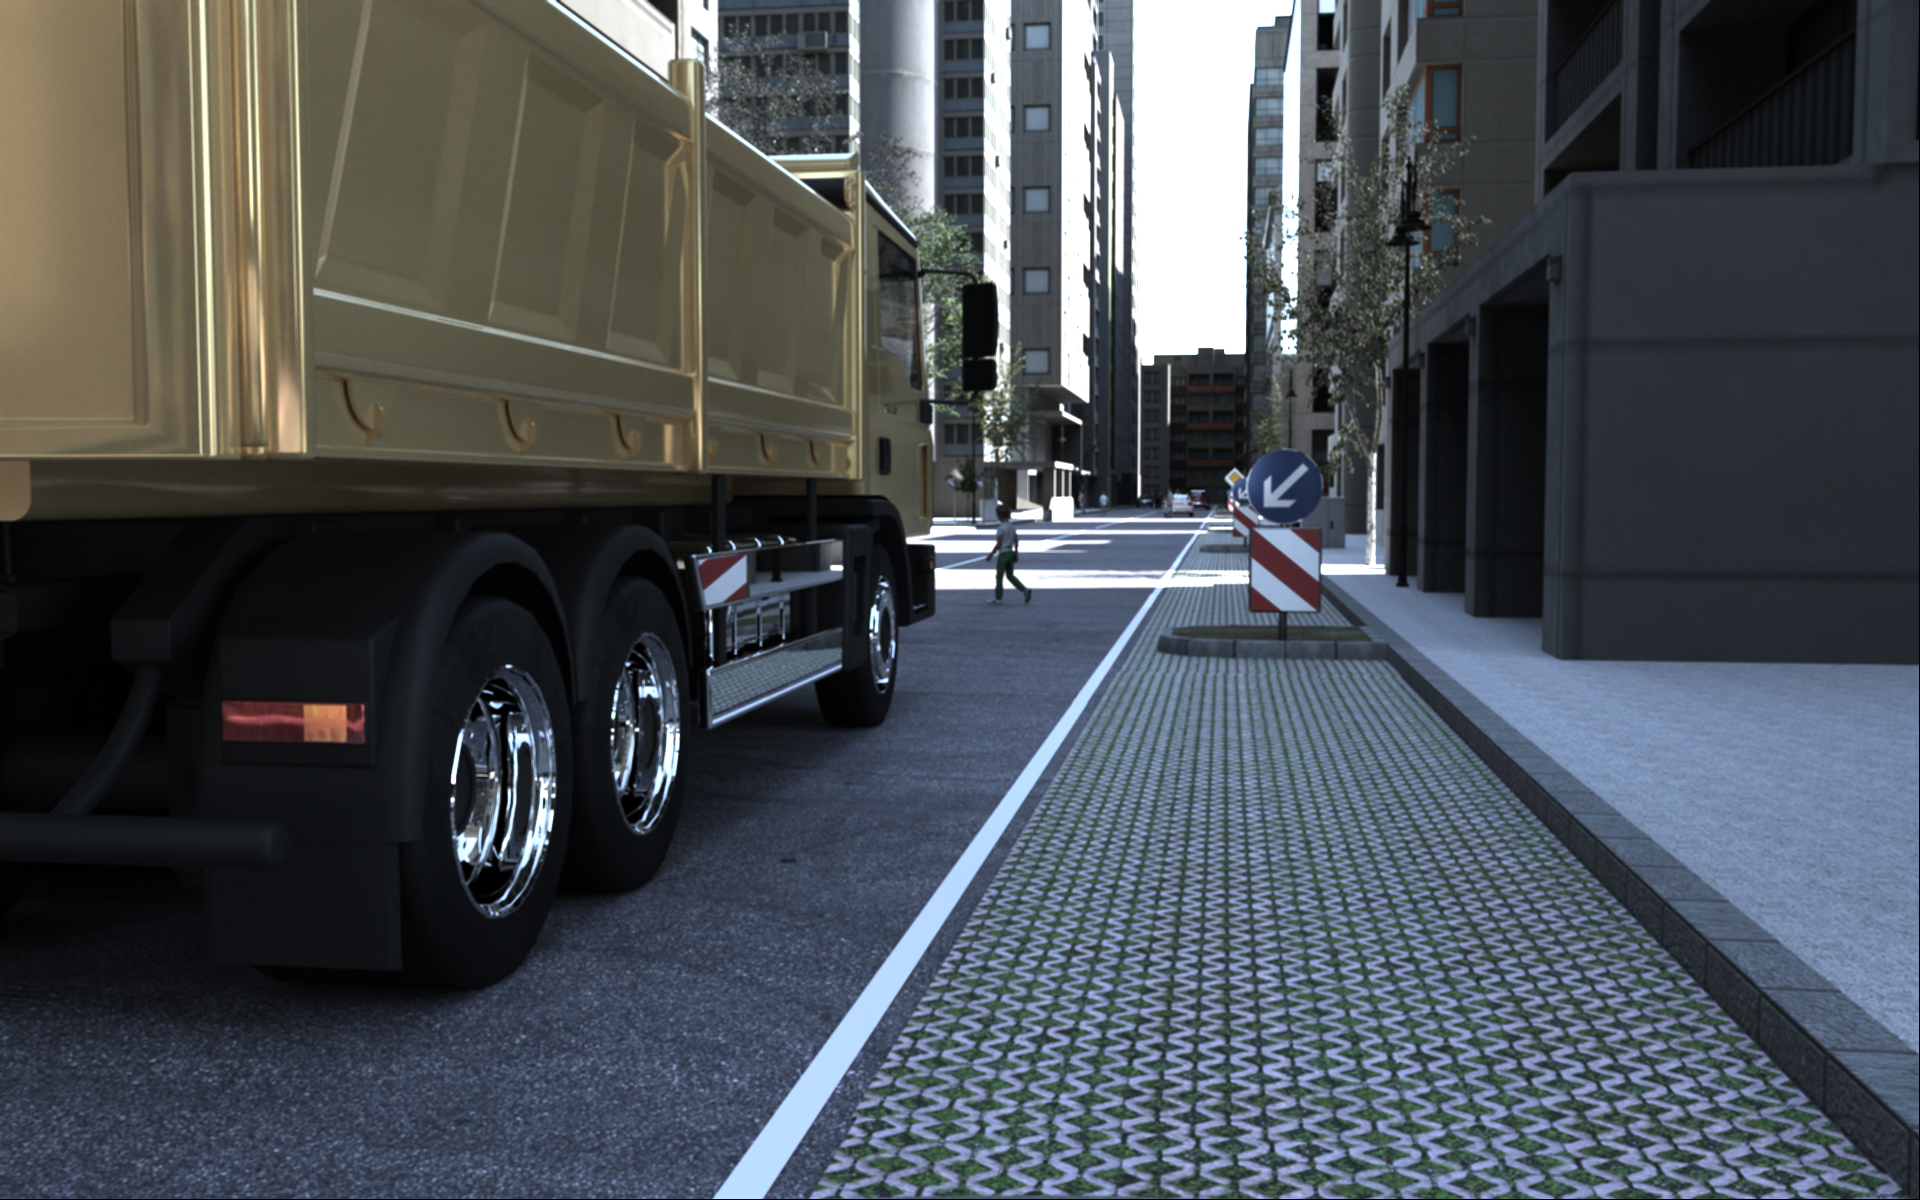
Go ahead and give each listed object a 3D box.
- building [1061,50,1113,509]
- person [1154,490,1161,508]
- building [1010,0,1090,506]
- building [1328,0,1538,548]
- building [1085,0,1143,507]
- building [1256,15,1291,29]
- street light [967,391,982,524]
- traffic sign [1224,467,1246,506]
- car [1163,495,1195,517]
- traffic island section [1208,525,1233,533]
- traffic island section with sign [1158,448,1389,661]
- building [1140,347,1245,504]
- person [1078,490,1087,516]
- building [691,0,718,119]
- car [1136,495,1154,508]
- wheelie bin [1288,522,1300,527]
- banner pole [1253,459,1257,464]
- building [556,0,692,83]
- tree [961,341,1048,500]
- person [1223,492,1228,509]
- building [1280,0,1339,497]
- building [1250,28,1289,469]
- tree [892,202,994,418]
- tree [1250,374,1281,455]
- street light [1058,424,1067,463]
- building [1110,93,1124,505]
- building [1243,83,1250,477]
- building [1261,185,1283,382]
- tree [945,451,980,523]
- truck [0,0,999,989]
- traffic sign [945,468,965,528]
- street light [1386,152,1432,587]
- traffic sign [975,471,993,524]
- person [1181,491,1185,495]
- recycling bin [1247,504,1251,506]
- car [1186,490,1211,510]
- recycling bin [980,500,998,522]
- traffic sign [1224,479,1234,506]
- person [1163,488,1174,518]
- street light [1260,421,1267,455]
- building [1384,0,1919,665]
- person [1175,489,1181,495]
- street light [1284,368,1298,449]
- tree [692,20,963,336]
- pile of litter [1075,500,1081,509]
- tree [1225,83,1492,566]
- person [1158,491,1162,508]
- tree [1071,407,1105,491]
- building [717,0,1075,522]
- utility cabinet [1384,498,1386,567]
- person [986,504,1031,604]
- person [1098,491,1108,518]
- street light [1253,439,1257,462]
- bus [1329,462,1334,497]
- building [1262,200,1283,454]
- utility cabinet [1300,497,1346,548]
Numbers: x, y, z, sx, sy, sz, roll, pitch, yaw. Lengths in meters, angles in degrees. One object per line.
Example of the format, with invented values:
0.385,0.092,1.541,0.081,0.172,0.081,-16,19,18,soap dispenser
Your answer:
6.252,-28.901,156.128,14.154,41.232,14.086,1,4,9,building
19.692,-10.053,172.879,0.705,1.823,1.348,-1,4,-23,person
-4.432,-33.114,130.657,28.713,52.752,27.495,1,4,9,building
25.095,-12.368,47.255,27.650,21.520,28.899,1,4,9,building
11.708,-47.477,214.493,20.611,71.187,20.563,1,4,9,building
39.867,-33.540,172.080,21.300,48.544,21.600,1,4,9,building
0.597,-6.223,74.526,0.468,5.910,1.993,1,4,9,street light
10.272,-3.738,64.762,0.795,2.450,0.064,1,4,9,traffic sign
14.124,-6.071,111.629,2.083,1.381,4.827,0,4,7,car
10.297,-2.603,64.835,2.009,0.180,2.903,1,4,9,traffic island section
2.836,-0.443,15.864,1.989,1.847,2.006,1,4,9,traffic island section with sign
35.291,-24.351,243.185,28.899,21.520,27.650,1,4,9,building
7.897,-6.259,111.672,0.643,1.720,0.563,0,4,-7,person
-16.282,-23.026,60.073,14.086,41.232,14.154,1,4,9,building
19.575,-10.449,183.425,1.945,1.354,3.894,0,4,7,car
11.431,-3.086,58.364,0.980,1.594,0.693,0,4,-7,wheelie bin
20.876,-8.114,122.686,0.401,3.779,0.863,2,4,24,banner pole
-17.329,-24.485,24.024,21.300,48.544,21.600,1,4,9,building
1.953,-8.046,81.919,4.737,8.622,4.395,0,3,0,tree
25.626,-9.617,167.212,0.415,1.643,0.593,0,4,-6,person
32.217,-16.759,78.533,34.151,26.468,19.350,1,4,9,building
33.247,-28.850,155.296,14.154,41.232,14.086,1,4,9,building
-2.407,-8.126,58.619,9.928,11.665,9.643,0,3,0,tree
19.015,-9.252,101.632,4.737,8.622,4.395,0,3,0,tree
6.704,-8.614,113.633,0.468,5.910,1.993,1,4,9,street light
10.628,-33.079,190.953,14.600,45.320,14.200,1,4,9,building
42.966,-34.918,194.610,21.300,48.544,21.600,1,4,9,building
29.608,-20.537,133.039,12.463,27.353,25.104,1,4,9,building
0.398,-5.059,77.318,1.663,3.219,1.824,0,3,0,tree
-2.001,-0.785,8.760,3.469,3.379,9.791,1,4,9,truck
-0.198,-3.837,66.375,0.795,2.450,0.064,1,4,9,traffic sign
6.140,-3.123,23.855,0.468,5.910,1.993,1,4,9,street light
1.008,-4.320,74.269,0.795,2.450,0.064,1,4,9,traffic sign
24.790,-11.222,191.988,0.705,1.823,1.348,3,5,44,person
23.146,-7.641,137.483,0.722,1.027,0.722,2,4,25,recycling bin
21.697,-9.105,157.537,2.281,1.827,5.304,1,4,10,car
1.305,-4.063,78.983,0.722,1.027,0.722,-1,4,-10,recycling bin
11.478,-4.221,72.655,0.795,2.450,0.064,1,4,9,traffic sign
12.417,-5.774,103.110,0.583,1.804,0.606,2,4,32,person
18.787,-8.217,107.131,0.468,5.910,1.993,1,4,9,street light
15.407,-35.223,14.142,20.563,71.187,20.611,1,4,9,building
17.328,-7.940,138.192,0.514,1.842,0.818,-3,5,-41,person
12.128,-5.557,63.644,0.468,5.910,1.993,1,4,9,street light
-5.015,-8.235,45.017,12.009,13.543,11.850,0,3,0,tree
9.910,-8.172,147.577,1.176,0.858,1.719,2,4,29,pile of litter
7.106,-4.917,30.760,4.360,8.622,3.978,0,3,0,tree
20.878,-10.570,182.124,0.742,1.727,0.445,2,4,32,person
10.083,-11.970,146.077,4.360,8.622,3.978,0,3,0,tree
-10.089,-24.829,97.831,32.217,40.220,23.993,1,4,9,building
7.802,-1.149,29.947,0.306,1.237,1.020,-2,4,-30,utility cabinet
0.636,-0.602,22.590,0.590,1.304,0.306,1,4,19,person
8.629,-5.745,104.236,0.589,1.601,0.330,-1,4,-14,person
24.917,-10.608,146.234,0.468,5.910,1.993,1,4,9,street light
21.167,-4.428,67.262,13.247,3.499,2.948,0,4,7,bus
24.671,-16.082,112.088,9.793,20.994,18.267,1,4,9,building
8.592,-1.827,41.034,1.020,1.237,0.306,0,4,1,utility cabinet
